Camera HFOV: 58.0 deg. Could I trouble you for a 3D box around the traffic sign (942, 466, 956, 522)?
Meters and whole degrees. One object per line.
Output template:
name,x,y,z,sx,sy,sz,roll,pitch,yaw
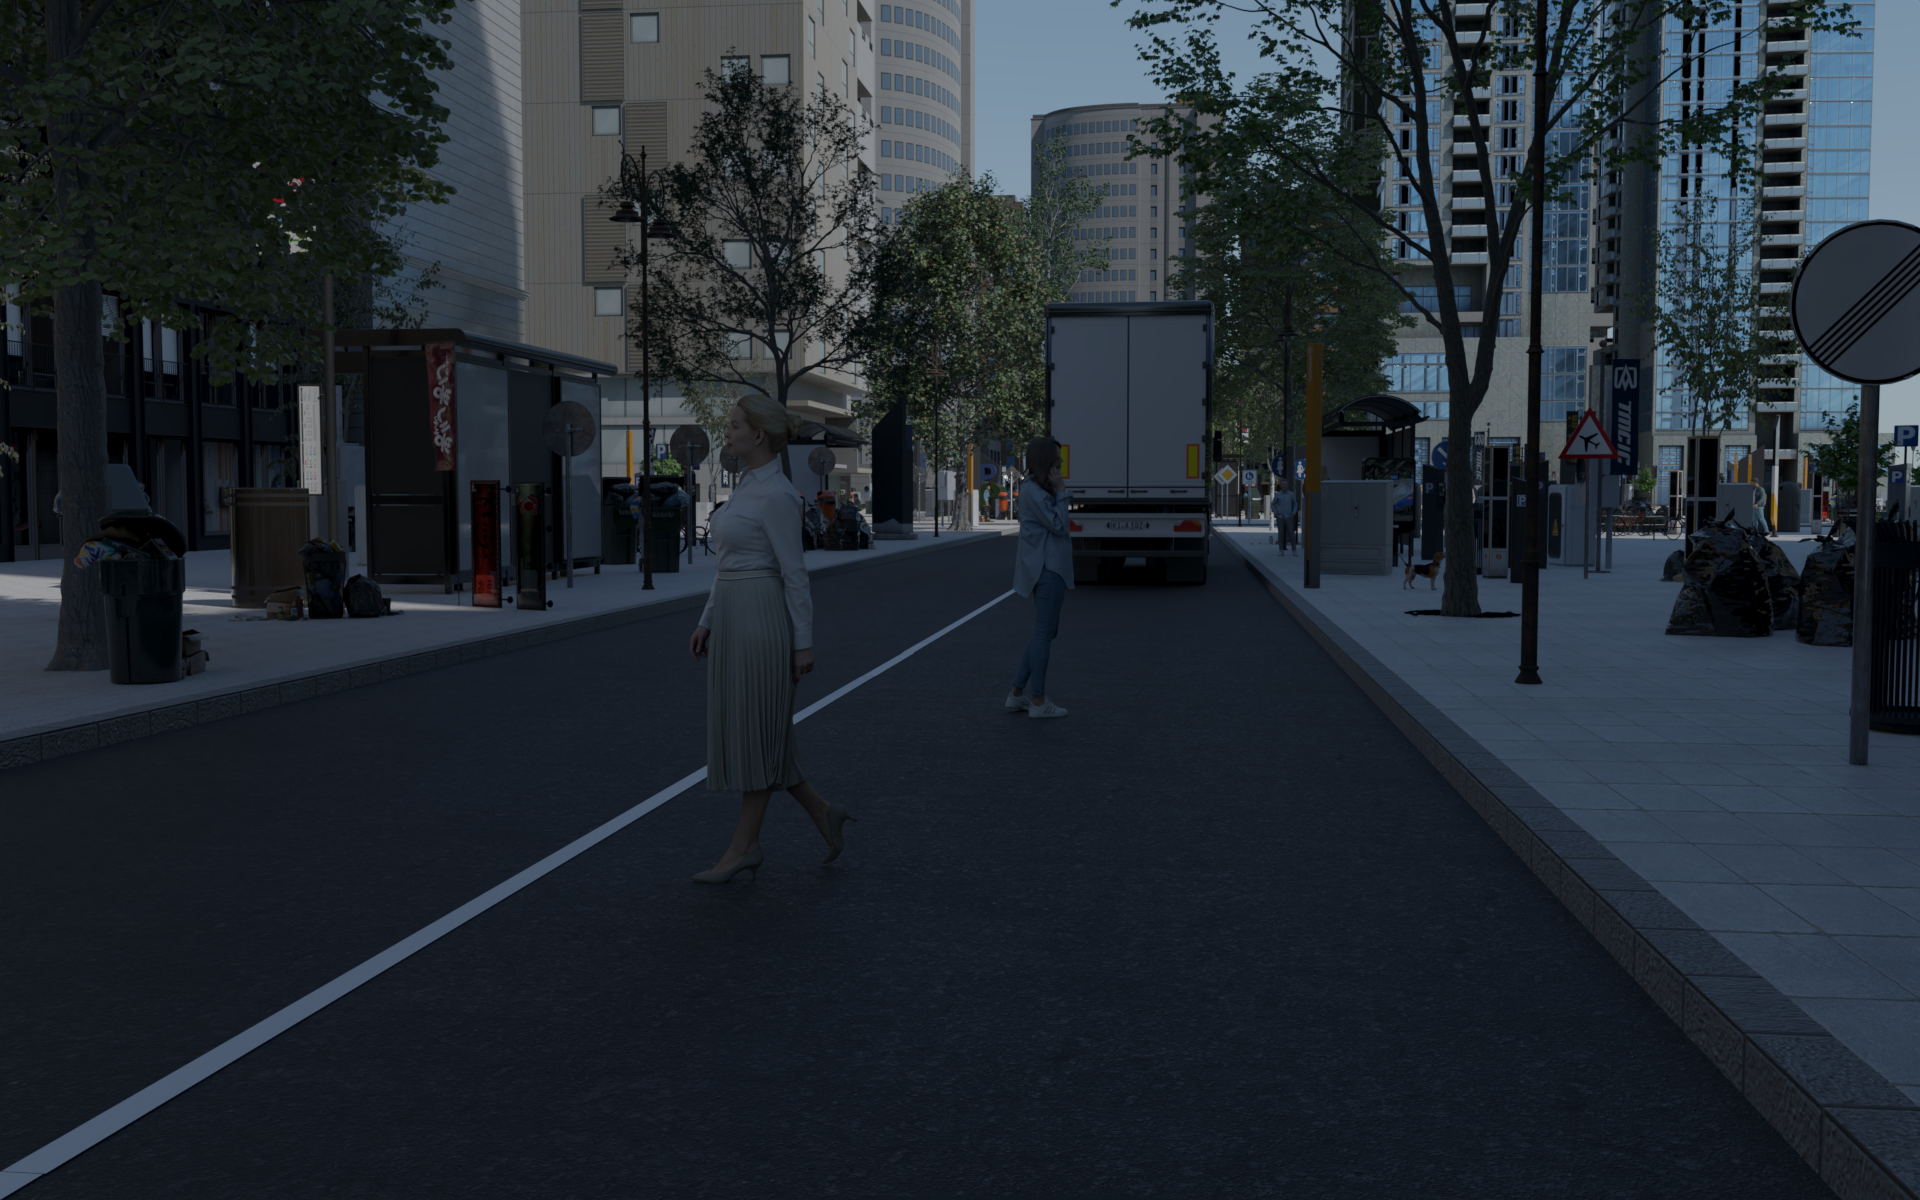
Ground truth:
traffic sign,-0.503,-4.783,78.310,0.768,2.556,0.104,1,4,12

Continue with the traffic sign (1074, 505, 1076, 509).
traffic sign,7.794,-7.167,117.288,0.768,2.556,0.104,1,4,9

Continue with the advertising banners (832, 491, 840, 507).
advertising banners,-7.542,-6.537,103.062,0.090,3.025,2.074,-3,4,-38

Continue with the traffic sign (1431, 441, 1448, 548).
traffic sign,11.659,-2.532,41.502,0.768,2.556,0.104,1,4,9

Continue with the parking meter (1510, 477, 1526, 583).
parking meter,8.135,-1.012,24.956,0.372,1.533,0.369,0,3,0

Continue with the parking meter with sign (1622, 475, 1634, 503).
parking meter with sign,49.890,-8.135,129.260,0.543,3.016,1.738,-1,4,-10

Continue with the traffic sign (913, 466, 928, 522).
traffic sign,-1.854,-4.811,78.761,0.768,2.556,0.104,0,4,8

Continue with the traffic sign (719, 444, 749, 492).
traffic sign,-5.496,-2.577,42.232,0.768,2.556,0.104,0,4,8

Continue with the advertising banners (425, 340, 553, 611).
advertising banners,-5.330,-1.425,19.494,2.074,3.025,0.090,3,4,36

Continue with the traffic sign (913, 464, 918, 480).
traffic sign,-2.080,-4.263,69.812,0.768,2.556,0.104,1,4,17

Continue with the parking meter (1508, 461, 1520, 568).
parking meter,9.538,-1.490,30.071,0.255,1.863,0.399,0,4,1

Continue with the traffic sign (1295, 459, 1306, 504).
traffic sign,12.421,-3.838,62.861,0.768,2.556,0.104,1,4,10

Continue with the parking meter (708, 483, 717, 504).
parking meter,-13.509,-5.434,94.559,0.399,1.863,0.255,-2,4,-26

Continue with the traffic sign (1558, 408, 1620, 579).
traffic sign,9.477,-1.599,26.152,0.884,2.594,0.081,1,4,11

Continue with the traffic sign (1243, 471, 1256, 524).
traffic sign,12.579,-4.477,75.325,0.606,2.300,0.079,0,4,8

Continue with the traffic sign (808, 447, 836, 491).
traffic sign,-3.721,-2.844,46.613,0.768,2.556,0.104,0,4,7

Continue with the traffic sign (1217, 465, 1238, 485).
traffic sign,10.569,-4.046,68.344,0.795,2.593,0.064,0,4,7

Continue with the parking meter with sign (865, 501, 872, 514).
parking meter with sign,-5.198,-6.944,109.802,1.738,3.016,0.543,2,4,30

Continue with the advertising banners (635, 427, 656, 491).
advertising banners,-8.332,-2.966,44.688,0.090,3.025,2.074,1,4,19

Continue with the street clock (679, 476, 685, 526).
street clock,-11.055,-3.969,69.471,0.471,2.002,0.358,2,4,34

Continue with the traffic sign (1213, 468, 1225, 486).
traffic sign,11.567,-4.531,76.267,0.795,2.593,0.064,0,4,7

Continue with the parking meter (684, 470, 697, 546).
parking meter,-6.634,-2.256,42.594,0.255,1.863,0.399,-1,4,-15

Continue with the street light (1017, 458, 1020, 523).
street light,2.654,-6.410,77.585,0.468,5.910,1.993,0,4,7

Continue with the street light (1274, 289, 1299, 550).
street light,7.381,-4.068,39.304,0.468,5.910,1.993,0,4,7

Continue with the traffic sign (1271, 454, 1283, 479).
traffic sign,10.314,-3.376,55.299,0.768,2.556,0.104,1,4,16

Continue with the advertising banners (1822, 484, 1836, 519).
advertising banners,43.951,-5.627,88.181,2.074,3.025,0.090,1,4,20

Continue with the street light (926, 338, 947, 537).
street light,-0.703,-4.818,51.565,0.468,5.910,1.993,0,4,7

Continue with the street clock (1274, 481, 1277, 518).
street clock,16.694,-5.360,92.198,0.358,2.002,0.471,0,4,-6

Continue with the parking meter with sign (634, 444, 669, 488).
parking meter with sign,-10.779,-3.852,59.241,0.543,3.016,1.738,3,4,37

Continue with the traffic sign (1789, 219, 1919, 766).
traffic sign,4.266,-0.492,8.143,0.768,2.556,0.104,1,4,9

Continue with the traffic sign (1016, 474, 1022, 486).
traffic sign,3.934,-6.749,110.448,0.768,2.556,0.104,1,4,11

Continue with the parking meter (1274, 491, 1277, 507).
parking meter,27.407,-8.685,150.402,0.372,1.533,0.369,0,3,0

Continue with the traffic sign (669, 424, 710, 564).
traffic sign,-4.948,-1.931,31.673,0.768,2.556,0.104,1,4,9

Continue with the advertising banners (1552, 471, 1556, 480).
advertising banners,45.258,-8.379,133.184,0.090,3.025,2.074,-1,4,-8

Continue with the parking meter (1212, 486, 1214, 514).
parking meter,16.232,-6.406,110.454,0.399,1.863,0.255,2,4,29

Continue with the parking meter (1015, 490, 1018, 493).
parking meter,3.457,-5.736,102.195,0.372,1.533,0.369,0,3,0

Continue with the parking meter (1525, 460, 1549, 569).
parking meter,9.893,-1.473,29.796,0.399,1.863,0.255,0,4,7

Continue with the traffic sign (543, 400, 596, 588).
traffic sign,-5.334,-1.438,23.615,0.768,2.556,0.104,1,4,11

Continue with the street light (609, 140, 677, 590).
street light,-4.194,-3.078,23.107,0.468,5.910,1.993,0,4,7

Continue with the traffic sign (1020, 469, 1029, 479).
traffic sign,3.043,-4.597,77.357,0.795,2.593,0.064,0,4,7

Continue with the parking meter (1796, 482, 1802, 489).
parking meter,41.874,-4.940,86.488,0.255,1.863,0.399,1,4,20

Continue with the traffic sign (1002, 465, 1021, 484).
traffic sign,2.045,-4.113,69.435,0.795,2.593,0.064,0,4,7

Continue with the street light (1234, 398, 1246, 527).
street light,10.996,-5.817,67.893,0.468,5.910,1.993,0,4,7

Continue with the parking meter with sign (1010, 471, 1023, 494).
parking meter with sign,4.217,-8.275,131.558,1.738,3.016,0.543,2,4,35

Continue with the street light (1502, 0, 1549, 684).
street light,3.858,-2.372,11.575,0.468,5.910,1.993,0,4,7

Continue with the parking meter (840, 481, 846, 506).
parking meter,-5.378,-4.530,79.769,0.255,1.863,0.399,0,4,0

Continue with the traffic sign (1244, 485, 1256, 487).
traffic sign,20.722,-7.562,123.643,0.884,2.594,0.081,1,4,13

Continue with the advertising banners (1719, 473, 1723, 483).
advertising banners,63.116,-8.932,142.217,0.090,3.025,2.074,-3,4,-37

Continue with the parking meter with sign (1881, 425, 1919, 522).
parking meter with sign,23.373,-2.868,43.154,0.543,3.016,1.738,3,4,38

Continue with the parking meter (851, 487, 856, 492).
parking meter,-9.386,-8.997,152.808,0.399,1.863,0.255,-3,4,-38
